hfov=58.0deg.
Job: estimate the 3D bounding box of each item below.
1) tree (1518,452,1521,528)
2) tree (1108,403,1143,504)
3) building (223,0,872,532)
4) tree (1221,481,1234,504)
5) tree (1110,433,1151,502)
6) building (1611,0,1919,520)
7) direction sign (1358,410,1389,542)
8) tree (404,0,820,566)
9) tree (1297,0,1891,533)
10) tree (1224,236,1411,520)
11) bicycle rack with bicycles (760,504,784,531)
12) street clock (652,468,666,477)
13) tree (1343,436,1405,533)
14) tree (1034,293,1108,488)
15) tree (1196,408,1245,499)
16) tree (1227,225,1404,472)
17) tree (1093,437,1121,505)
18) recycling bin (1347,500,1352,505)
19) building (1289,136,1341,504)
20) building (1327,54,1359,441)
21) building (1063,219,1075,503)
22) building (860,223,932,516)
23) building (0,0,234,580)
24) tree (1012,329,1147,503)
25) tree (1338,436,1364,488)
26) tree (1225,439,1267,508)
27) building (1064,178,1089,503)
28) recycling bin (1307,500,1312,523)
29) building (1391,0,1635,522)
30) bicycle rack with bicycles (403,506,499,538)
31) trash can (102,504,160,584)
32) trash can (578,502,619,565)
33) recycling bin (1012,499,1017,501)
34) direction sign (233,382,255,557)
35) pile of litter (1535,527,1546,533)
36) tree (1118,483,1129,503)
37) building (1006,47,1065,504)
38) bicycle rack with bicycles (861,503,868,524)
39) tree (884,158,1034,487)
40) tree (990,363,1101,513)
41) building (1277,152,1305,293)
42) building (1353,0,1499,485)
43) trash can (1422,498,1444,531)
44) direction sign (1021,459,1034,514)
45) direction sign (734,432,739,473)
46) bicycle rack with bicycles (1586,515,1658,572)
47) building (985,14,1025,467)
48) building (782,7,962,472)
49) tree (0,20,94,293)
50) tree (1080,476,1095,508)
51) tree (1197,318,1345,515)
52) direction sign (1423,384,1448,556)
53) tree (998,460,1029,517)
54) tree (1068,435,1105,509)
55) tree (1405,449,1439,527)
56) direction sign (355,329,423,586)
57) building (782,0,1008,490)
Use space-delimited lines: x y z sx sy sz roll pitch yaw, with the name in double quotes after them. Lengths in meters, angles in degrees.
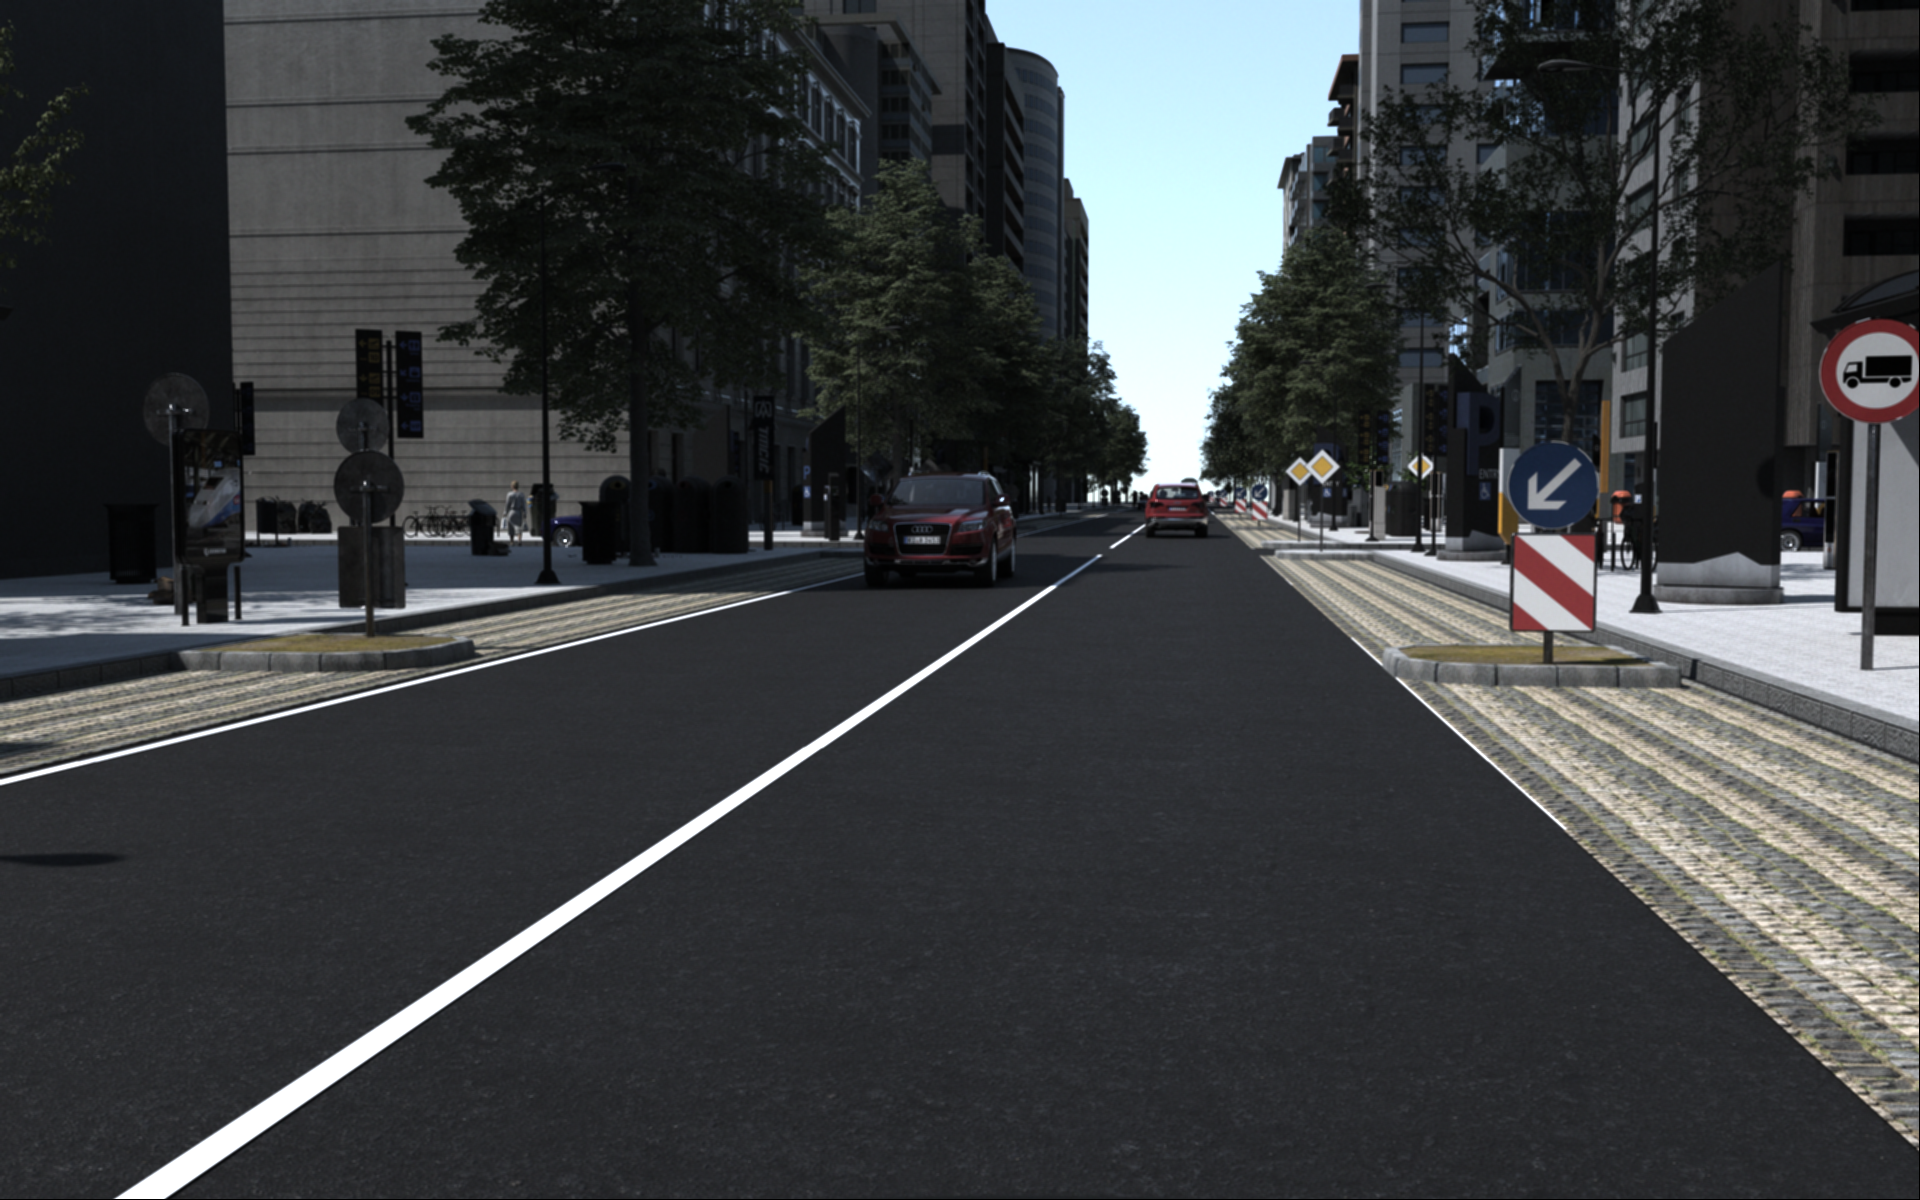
20.948 -4.367 66.000 1.663 3.219 1.824 0 3 0 "tree"
19.102 -18.024 212.823 7.486 12.596 7.792 0 3 0 "tree"
-15.939 -18.505 78.964 17.030 29.872 44.131 0 4 8 "building"
38.976 -15.801 252.942 1.663 3.219 1.824 0 3 0 "tree"
26.502 -21.354 274.899 9.928 11.665 9.643 0 3 0 "tree"
31.582 -17.627 59.899 14.107 30.474 14.160 0 4 8 "building"
11.181 -3.358 46.896 0.876 3.537 0.379 -1 4 -12 "direction sign"
-5.620 -6.853 30.167 7.486 12.596 7.792 0 3 0 "tree"
9.442 -5.669 27.097 8.767 10.594 7.601 1 4 16 "tree"
17.537 -10.983 86.234 9.857 13.997 8.962 0 3 0 "tree"
-7.355 -2.872 60.346 2.852 0.926 2.925 0 4 6 "bicycle rack with bicycles"
-8.333 -2.655 47.984 0.358 2.002 0.471 -2 4 -33 "street clock"
13.353 -3.807 56.846 1.663 3.219 1.824 0 3 0 "tree"
1.454 -10.017 81.912 7.486 12.596 7.792 0 3 0 "tree"
30.393 -16.799 185.027 12.009 13.543 11.850 0 3 0 "tree"
15.136 -9.533 73.985 7.486 12.596 7.792 0 3 0 "tree"
16.111 -15.097 197.193 4.737 8.622 4.395 0 3 0 "tree"
17.425 -3.865 75.755 0.722 1.027 0.722 -1 4 -17 "recycling bin"
55.701 -37.436 231.692 23.786 49.044 30.456 0 4 8 "building"
47.689 -31.567 170.739 22.147 44.769 28.867 0 4 8 "building"
9.151 -34.705 251.013 14.154 41.232 14.086 0 4 8 "building"
-8.049 -15.021 110.214 10.561 19.102 19.286 0 4 8 "building"
-26.006 -14.322 27.673 24.014 27.812 14.314 0 4 8 "building"
7.824 -13.955 134.813 9.857 13.997 8.962 0 3 0 "tree"
20.803 -6.820 95.217 4.285 4.588 4.351 0 3 0 "tree"
26.879 -12.931 161.777 4.737 8.622 4.395 0 3 0 "tree"
8.633 -39.473 269.086 21.300 48.544 21.600 0 4 8 "building"
15.757 -3.905 76.395 0.722 1.027 0.722 2 4 34 "recycling bin"
36.565 -47.635 91.498 22.319 86.520 31.000 0 4 8 "building"
-15.267 -2.354 51.870 2.925 0.926 2.852 -3 5 -41 "bicycle rack with bicycles"
-11.875 -0.807 24.852 0.748 1.137 0.748 0 3 0 "trash can"
-6.611 -1.227 31.722 0.748 1.137 0.748 0 3 0 "trash can"
2.704 -5.072 95.482 0.722 1.027 0.722 -1 4 -13 "recycling bin"
-14.633 -2.642 35.191 0.876 3.537 0.379 2 4 28 "direction sign"
15.698 -1.960 46.009 1.176 0.858 1.719 1 4 16 "pile of litter"
24.560 -16.090 257.675 1.663 3.219 1.824 0 3 0 "tree"
2.188 -42.006 228.790 21.231 58.520 28.212 0 4 8 "building"
-2.902 -3.724 74.273 2.852 0.926 2.925 -1 4 -16 "bicycle rack with bicycles"
-2.135 -8.591 58.586 7.486 12.596 7.792 0 3 0 "tree"
5.552 -11.231 118.041 8.767 10.594 7.601 1 4 10 "tree"
62.749 -41.089 261.037 28.713 52.752 27.495 0 4 8 "building"
43.322 -36.690 141.878 21.231 58.520 28.212 0 4 8 "building"
16.653 -3.021 61.045 0.748 1.137 0.748 0 3 0 "trash can"
4.362 -7.364 112.404 0.876 3.537 0.379 -1 4 -19 "direction sign"
-8.364 -4.360 63.288 0.876 3.537 0.379 3 5 41 "direction sign"
11.758 -0.958 29.041 2.852 0.926 2.925 1 4 22 "bicycle rack with bicycles"
-4.895 -34.087 181.019 21.300 48.544 21.600 0 4 8 "building"
-15.258 -27.260 137.577 32.217 40.220 23.993 0 4 8 "building"
-12.470 -4.232 19.558 4.737 8.622 4.395 0 3 0 "tree"
11.379 -9.971 157.627 1.663 3.219 1.824 0 3 0 "tree"
19.821 -11.663 107.693 9.611 12.733 9.660 0 3 0 "tree"
9.837 -2.684 35.878 0.876 3.537 0.379 -3 5 -44 "direction sign"
3.029 -6.293 97.488 1.663 3.219 1.824 0 3 0 "tree"
10.870 -12.406 153.194 4.360 8.622 3.978 0 3 0 "tree"
17.836 -4.446 67.294 1.663 3.219 1.824 0 3 0 "tree"
-7.897 -1.960 24.049 0.876 3.537 0.379 -2 4 -28 "direction sign"
-6.154 -44.054 158.538 20.563 71.187 20.611 0 4 8 "building"
